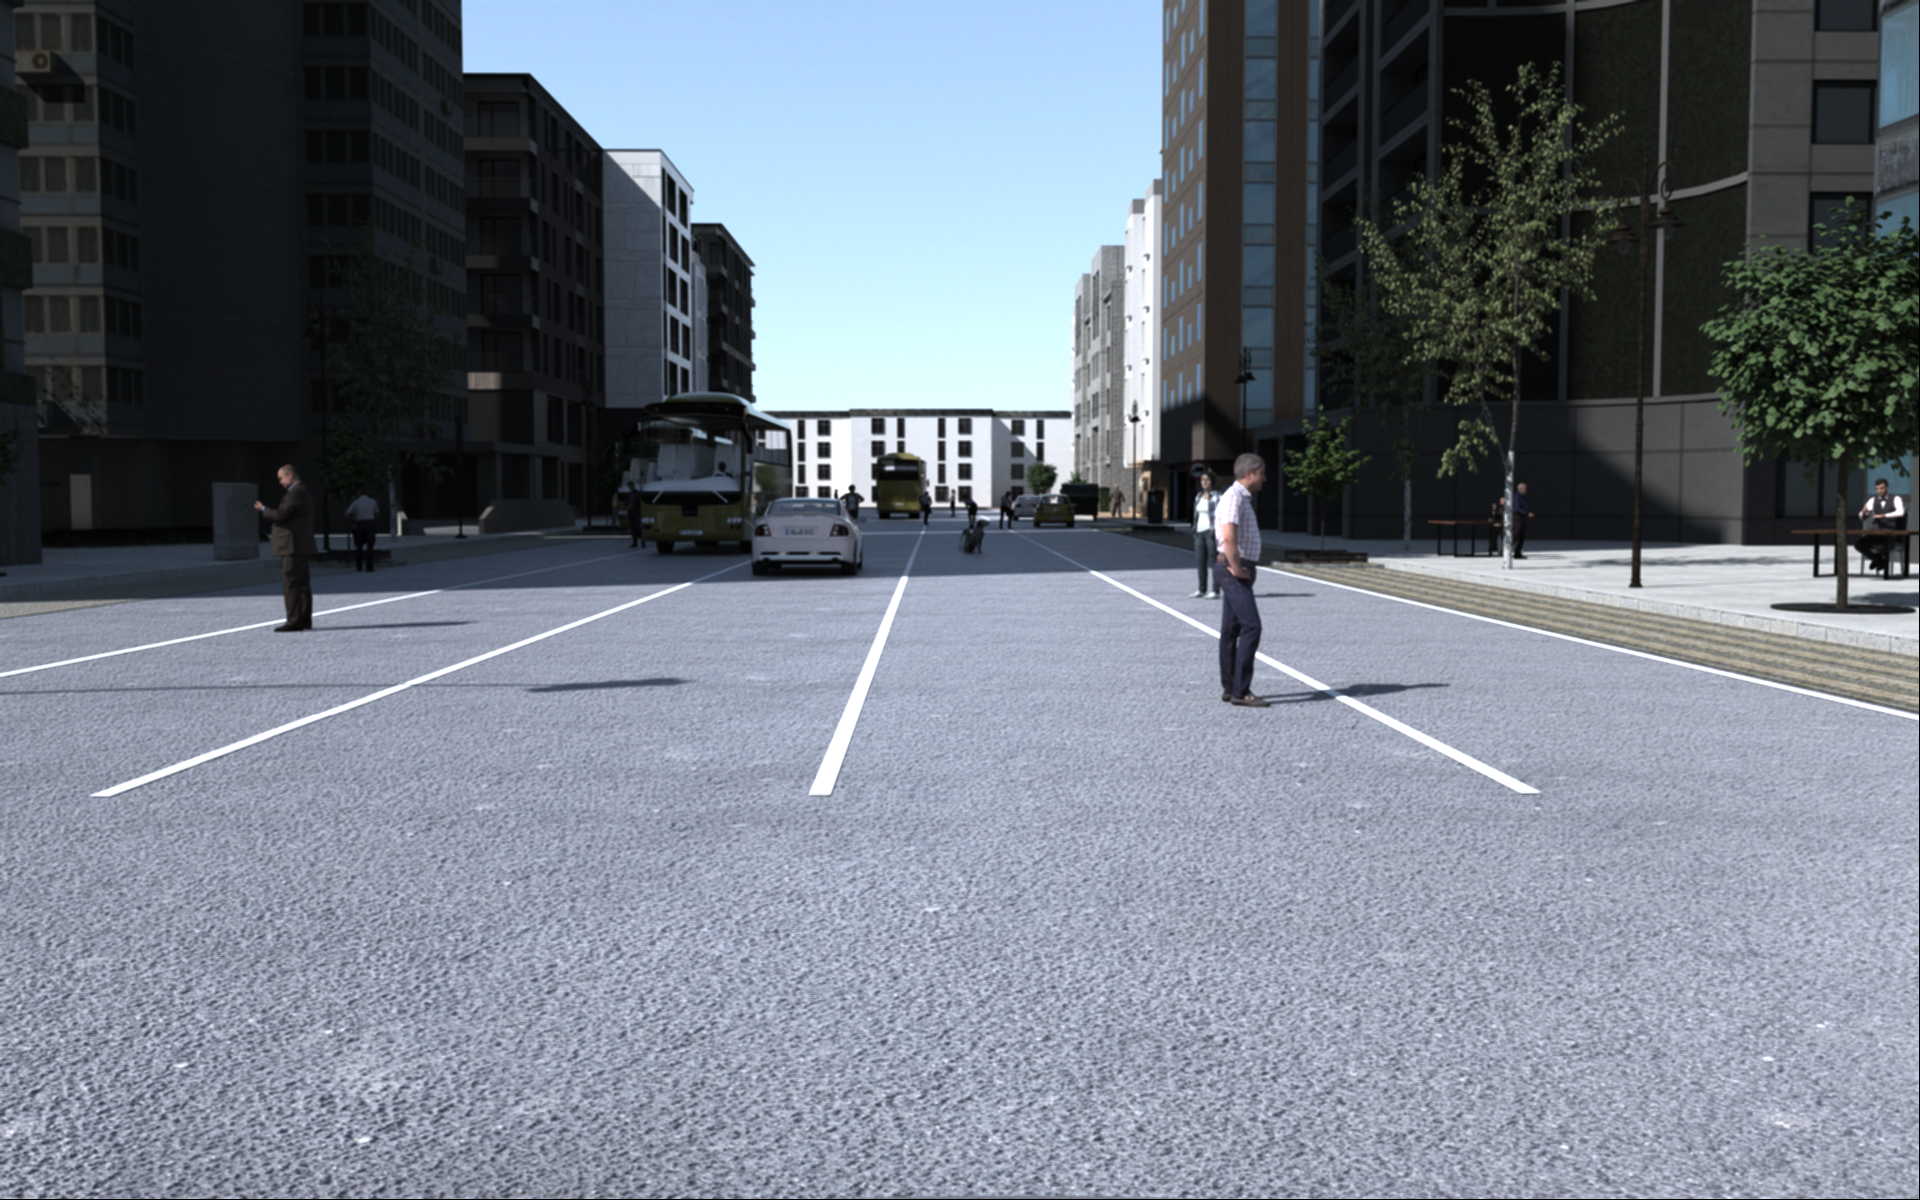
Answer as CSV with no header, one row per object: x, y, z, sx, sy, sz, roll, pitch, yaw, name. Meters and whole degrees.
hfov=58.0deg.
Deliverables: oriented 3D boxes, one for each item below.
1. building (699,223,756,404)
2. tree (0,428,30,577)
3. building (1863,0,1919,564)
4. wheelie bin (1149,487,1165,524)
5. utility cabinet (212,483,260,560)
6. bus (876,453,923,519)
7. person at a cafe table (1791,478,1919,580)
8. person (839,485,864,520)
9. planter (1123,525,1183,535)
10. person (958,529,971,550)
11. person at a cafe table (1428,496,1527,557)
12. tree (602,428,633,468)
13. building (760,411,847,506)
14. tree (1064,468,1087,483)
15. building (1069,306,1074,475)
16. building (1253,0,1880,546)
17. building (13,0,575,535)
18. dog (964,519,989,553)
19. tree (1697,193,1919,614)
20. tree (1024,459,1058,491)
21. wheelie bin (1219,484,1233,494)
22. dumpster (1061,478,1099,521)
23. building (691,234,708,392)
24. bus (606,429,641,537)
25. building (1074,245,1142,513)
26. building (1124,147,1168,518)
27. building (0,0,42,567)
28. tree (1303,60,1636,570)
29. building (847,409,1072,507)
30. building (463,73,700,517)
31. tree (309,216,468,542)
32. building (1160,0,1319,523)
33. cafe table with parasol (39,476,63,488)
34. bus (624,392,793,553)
-34.412,-18.386,144.592,32.646,21.610,27.936,0,4,-1,building
-15.283,-1.973,26.863,1.663,3.219,1.824,0,3,0,tree
30.392,-24.638,22.443,30.456,49.044,23.786,0,4,-1,building
8.482,-4.082,74.643,0.693,1.594,0.980,0,4,6,wheelie bin
-14.114,-1.537,33.804,0.318,1.500,1.173,0,4,7,utility cabinet
-3.585,-6.818,103.029,2.896,3.916,12.252,0,4,-2,bus
14.009,-1.108,26.629,1.622,1.524,1.698,-3,5,-40,person at a cafe table
-3.539,-2.896,56.566,0.841,1.734,0.376,0,4,-5,person
6.826,-2.480,61.690,1.991,0.319,1.994,0,4,-1,planter
0.157,-1.553,44.359,0.357,0.543,0.381,-2,4,-31,person
10.739,-1.514,35.607,1.726,1.238,1.698,0,4,-3,person at a cafe table
-15.334,-6.036,82.400,4.285,4.588,4.351,0,3,0,tree
-24.990,-14.270,175.466,28.070,9.664,9.099,0,4,-1,building
8.556,-8.033,125.947,1.663,3.219,1.824,0,3,0,tree
17.871,-18.152,153.203,16.016,20.091,11.380,0,4,-1,building
21.036,-37.479,51.033,20.563,71.187,20.611,0,4,-1,building
-31.351,-22.557,60.685,32.217,40.220,23.993,0,4,-1,building
0.325,-1.545,42.101,0.513,0.831,0.800,-1,4,-22,dog
9.844,-2.167,19.137,4.285,4.588,4.351,0,3,0,tree
7.521,-10.835,160.868,4.285,4.588,4.351,0,3,0,tree
8.761,-2.985,56.709,0.693,1.594,0.980,-1,4,-20,wheelie bin
6.243,-5.219,90.274,1.985,2.255,1.502,0,4,0,dumpster
-26.025,-16.300,122.926,16.016,20.091,11.380,0,4,-1,building
-9.970,-4.282,61.560,2.896,3.916,12.252,0,4,-1,bus
18.276,-16.229,131.794,16.747,18.905,31.486,0,4,-1,building
17.514,-14.771,97.920,16.016,20.091,11.380,0,4,-1,building
-23.839,-20.803,23.727,14.154,41.232,14.086,0,4,-1,building
9.147,-4.835,29.415,4.737,8.622,4.395,0,3,0,tree
3.087,-14.247,175.084,28.070,9.664,9.099,0,4,-1,building
-31.597,-15.697,100.614,27.936,21.610,32.646,0,4,-1,building
-15.112,-5.847,45.965,4.737,8.622,4.395,0,3,0,tree
16.835,-26.117,77.129,14.600,45.320,14.200,0,4,-1,building
-20.616,-1.967,37.032,2.610,1.966,2.610,-2,4,-32,cafe table with parasol
-6.188,-3.289,45.330,2.896,3.916,12.252,0,4,0,bus
